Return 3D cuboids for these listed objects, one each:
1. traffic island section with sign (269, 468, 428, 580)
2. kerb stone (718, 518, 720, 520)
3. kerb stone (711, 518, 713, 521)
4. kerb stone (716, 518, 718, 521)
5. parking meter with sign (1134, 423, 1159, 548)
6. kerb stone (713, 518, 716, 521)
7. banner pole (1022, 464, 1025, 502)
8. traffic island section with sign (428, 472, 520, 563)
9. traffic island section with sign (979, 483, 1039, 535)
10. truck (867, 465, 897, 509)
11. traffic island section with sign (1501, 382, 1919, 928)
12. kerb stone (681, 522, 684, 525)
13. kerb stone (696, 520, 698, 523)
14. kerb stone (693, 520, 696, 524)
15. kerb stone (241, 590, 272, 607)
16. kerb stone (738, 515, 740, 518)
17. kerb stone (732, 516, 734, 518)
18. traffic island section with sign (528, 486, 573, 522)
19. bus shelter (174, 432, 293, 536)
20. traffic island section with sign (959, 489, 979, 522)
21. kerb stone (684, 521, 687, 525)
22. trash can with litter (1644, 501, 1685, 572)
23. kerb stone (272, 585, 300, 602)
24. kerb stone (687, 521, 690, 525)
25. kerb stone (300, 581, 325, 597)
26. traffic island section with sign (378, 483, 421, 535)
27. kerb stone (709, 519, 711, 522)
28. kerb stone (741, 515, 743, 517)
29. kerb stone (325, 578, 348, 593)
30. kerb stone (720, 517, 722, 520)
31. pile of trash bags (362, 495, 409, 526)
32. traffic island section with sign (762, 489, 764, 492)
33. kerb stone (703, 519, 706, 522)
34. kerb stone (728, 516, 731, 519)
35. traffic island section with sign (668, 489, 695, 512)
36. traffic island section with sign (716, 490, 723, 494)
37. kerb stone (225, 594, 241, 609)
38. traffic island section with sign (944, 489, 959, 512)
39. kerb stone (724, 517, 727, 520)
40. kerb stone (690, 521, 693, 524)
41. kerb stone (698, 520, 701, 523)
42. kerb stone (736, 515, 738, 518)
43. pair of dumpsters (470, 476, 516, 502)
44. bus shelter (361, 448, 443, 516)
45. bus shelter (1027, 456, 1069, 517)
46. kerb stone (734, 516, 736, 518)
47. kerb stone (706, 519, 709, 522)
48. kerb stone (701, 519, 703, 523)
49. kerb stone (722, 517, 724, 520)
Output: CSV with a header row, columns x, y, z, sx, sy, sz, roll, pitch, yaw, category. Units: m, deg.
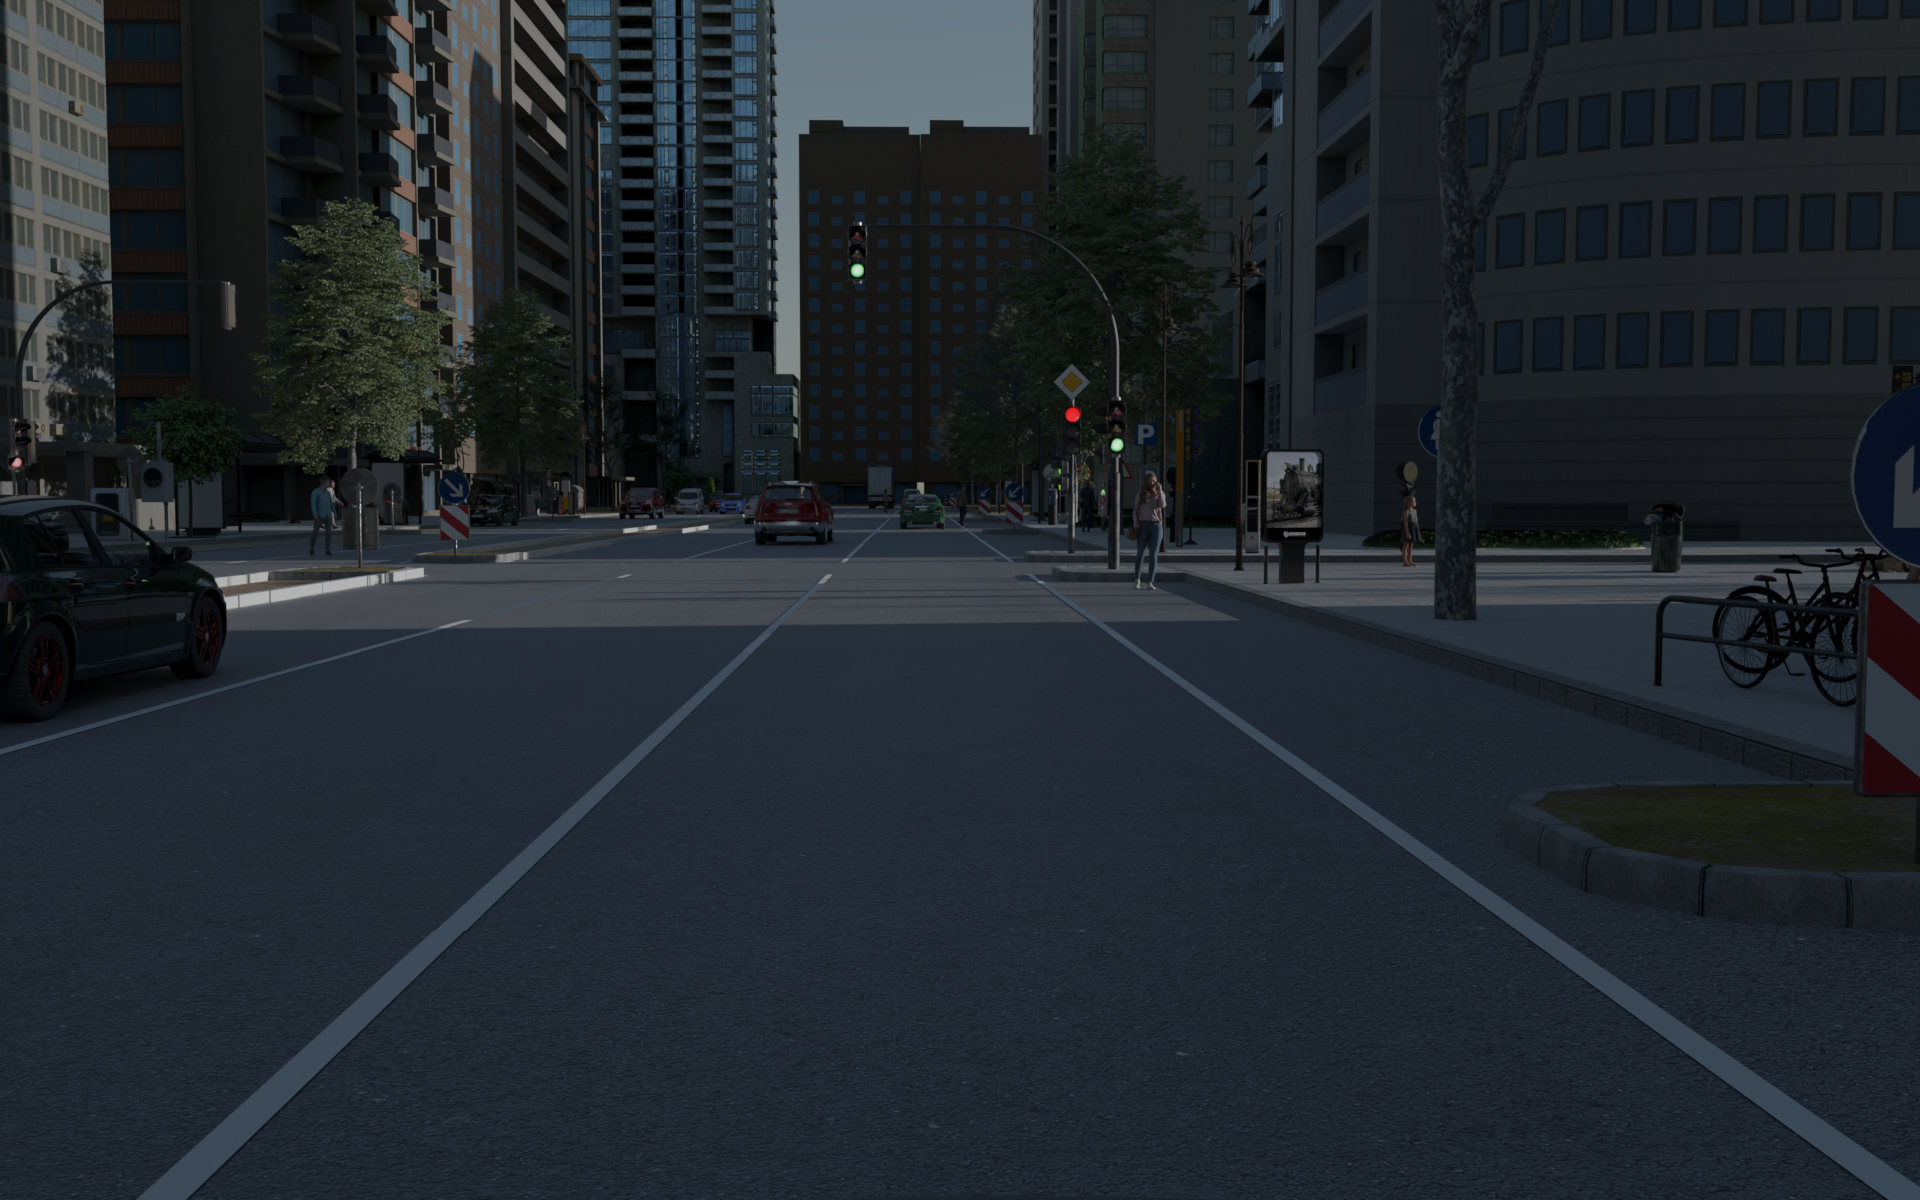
x,y,z,sx,sy,sz,roll,pitch,yaw,category
-10.414,-1.305,29.476,2.006,1.907,1.989,0,4,-1,traffic island section with sign
-13.071,-4.306,92.597,0.120,0.150,1.000,0,4,-1,kerb stone
-12.997,-4.115,89.518,0.120,0.150,1.000,0,4,-1,kerb stone
-13.052,-4.243,91.575,0.120,0.150,1.000,0,4,-1,kerb stone
4.548,-2.793,41.928,0.543,3.016,1.738,0,4,2,parking meter with sign
-13.023,-4.181,90.553,0.120,0.150,1.000,0,4,-1,kerb stone
4.026,-7.365,110.441,0.401,3.779,0.863,-1,4,-10,banner pole
-10.593,-1.758,36.881,2.006,1.907,1.989,0,4,-1,traffic island section with sign
1.800,-3.281,62.269,1.989,1.847,2.006,0,4,-1,traffic island section with sign
-7.741,-11.143,171.102,2.839,4.237,11.283,0,4,-1,truck
3.229,0.120,6.670,1.989,1.847,2.006,0,4,-1,traffic island section with sign
-12.715,-3.427,78.248,0.120,0.150,1.000,0,4,-1,kerb stone
-12.849,-3.742,83.379,0.120,0.150,1.000,0,4,-1,kerb stone
-12.819,-3.679,82.346,0.120,0.150,1.000,0,4,-1,kerb stone
-9.184,-0.013,22.404,0.120,0.150,1.000,0,4,-1,kerb stone
-13.336,-4.929,102.836,0.120,0.150,1.000,0,4,-1,kerb stone
-13.263,-4.738,99.767,0.120,0.150,1.000,0,4,-1,kerb stone
-21.007,-4.920,89.066,1.989,1.847,2.006,0,4,-1,traffic island section with sign
-23.399,-3.773,55.608,2.014,3.302,5.546,0,4,-1,bus shelter
1.114,-4.929,89.215,1.989,1.847,2.006,0,4,-1,traffic island section with sign
-12.737,-3.491,79.270,0.120,0.150,1.000,0,4,-1,kerb stone
11.604,-1.053,28.605,0.624,1.170,1.055,1,4,18,trash can with litter
-9.199,-0.075,23.433,0.120,0.150,1.000,0,4,-1,kerb stone
-12.767,-3.553,80.292,0.120,0.150,1.000,0,4,-1,kerb stone
-9.241,-0.138,24.460,0.120,0.150,1.000,0,4,-1,kerb stone
-20.302,-3.239,61.590,1.989,1.847,2.006,0,4,-1,traffic island section with sign
-12.971,-4.055,88.495,0.120,0.150,1.000,0,4,-1,kerb stone
-13.401,-5.058,104.890,0.120,0.150,1.000,0,4,-1,kerb stone
-9.268,-0.201,25.489,0.120,0.150,1.000,0,4,-1,kerb stone
-13.095,-4.368,93.619,0.120,0.150,1.000,0,4,-1,kerb stone
-23.382,-3.713,70.456,1.912,1.369,3.447,-2,4,-24,pile of trash bags
-12.519,-6.352,111.995,2.006,1.907,1.989,0,4,-1,traffic island section with sign
-12.925,-3.930,86.447,0.120,0.150,1.000,0,4,-1,kerb stone
-13.202,-4.619,97.723,0.120,0.150,1.000,0,4,-1,kerb stone
-22.280,-7.957,138.721,1.989,1.847,2.006,0,4,-1,traffic island section with sign
-22.955,-9.605,165.667,1.989,1.847,2.006,0,4,-1,traffic island section with sign
-9.161,0.054,21.365,0.120,0.150,1.000,0,4,-1,kerb stone
-0.165,-7.999,139.417,1.989,1.847,2.006,0,4,-1,traffic island section with sign
-13.153,-4.489,95.673,0.120,0.150,1.000,0,4,-1,kerb stone
-12.788,-3.616,81.324,0.120,0.150,1.000,0,4,-1,kerb stone
-12.869,-3.805,84.404,0.120,0.150,1.000,0,4,-1,kerb stone
-13.322,-4.870,101.813,0.120,0.150,1.000,0,4,-1,kerb stone
-24.164,-5.310,89.308,1.574,2.255,4.437,0,4,-2,pair of dumpsters
-24.711,-5.083,77.029,2.014,3.302,5.546,0,4,-1,bus shelter
4.762,-6.109,93.810,2.014,3.302,5.546,0,4,-1,bus shelter
-13.287,-4.807,100.791,0.120,0.150,1.000,0,4,-1,kerb stone
-12.945,-3.992,87.472,0.120,0.150,1.000,0,4,-1,kerb stone
-12.903,-3.867,85.425,0.120,0.150,1.000,0,4,-1,kerb stone
-13.130,-4.427,94.644,0.120,0.150,1.000,0,4,-1,kerb stone
